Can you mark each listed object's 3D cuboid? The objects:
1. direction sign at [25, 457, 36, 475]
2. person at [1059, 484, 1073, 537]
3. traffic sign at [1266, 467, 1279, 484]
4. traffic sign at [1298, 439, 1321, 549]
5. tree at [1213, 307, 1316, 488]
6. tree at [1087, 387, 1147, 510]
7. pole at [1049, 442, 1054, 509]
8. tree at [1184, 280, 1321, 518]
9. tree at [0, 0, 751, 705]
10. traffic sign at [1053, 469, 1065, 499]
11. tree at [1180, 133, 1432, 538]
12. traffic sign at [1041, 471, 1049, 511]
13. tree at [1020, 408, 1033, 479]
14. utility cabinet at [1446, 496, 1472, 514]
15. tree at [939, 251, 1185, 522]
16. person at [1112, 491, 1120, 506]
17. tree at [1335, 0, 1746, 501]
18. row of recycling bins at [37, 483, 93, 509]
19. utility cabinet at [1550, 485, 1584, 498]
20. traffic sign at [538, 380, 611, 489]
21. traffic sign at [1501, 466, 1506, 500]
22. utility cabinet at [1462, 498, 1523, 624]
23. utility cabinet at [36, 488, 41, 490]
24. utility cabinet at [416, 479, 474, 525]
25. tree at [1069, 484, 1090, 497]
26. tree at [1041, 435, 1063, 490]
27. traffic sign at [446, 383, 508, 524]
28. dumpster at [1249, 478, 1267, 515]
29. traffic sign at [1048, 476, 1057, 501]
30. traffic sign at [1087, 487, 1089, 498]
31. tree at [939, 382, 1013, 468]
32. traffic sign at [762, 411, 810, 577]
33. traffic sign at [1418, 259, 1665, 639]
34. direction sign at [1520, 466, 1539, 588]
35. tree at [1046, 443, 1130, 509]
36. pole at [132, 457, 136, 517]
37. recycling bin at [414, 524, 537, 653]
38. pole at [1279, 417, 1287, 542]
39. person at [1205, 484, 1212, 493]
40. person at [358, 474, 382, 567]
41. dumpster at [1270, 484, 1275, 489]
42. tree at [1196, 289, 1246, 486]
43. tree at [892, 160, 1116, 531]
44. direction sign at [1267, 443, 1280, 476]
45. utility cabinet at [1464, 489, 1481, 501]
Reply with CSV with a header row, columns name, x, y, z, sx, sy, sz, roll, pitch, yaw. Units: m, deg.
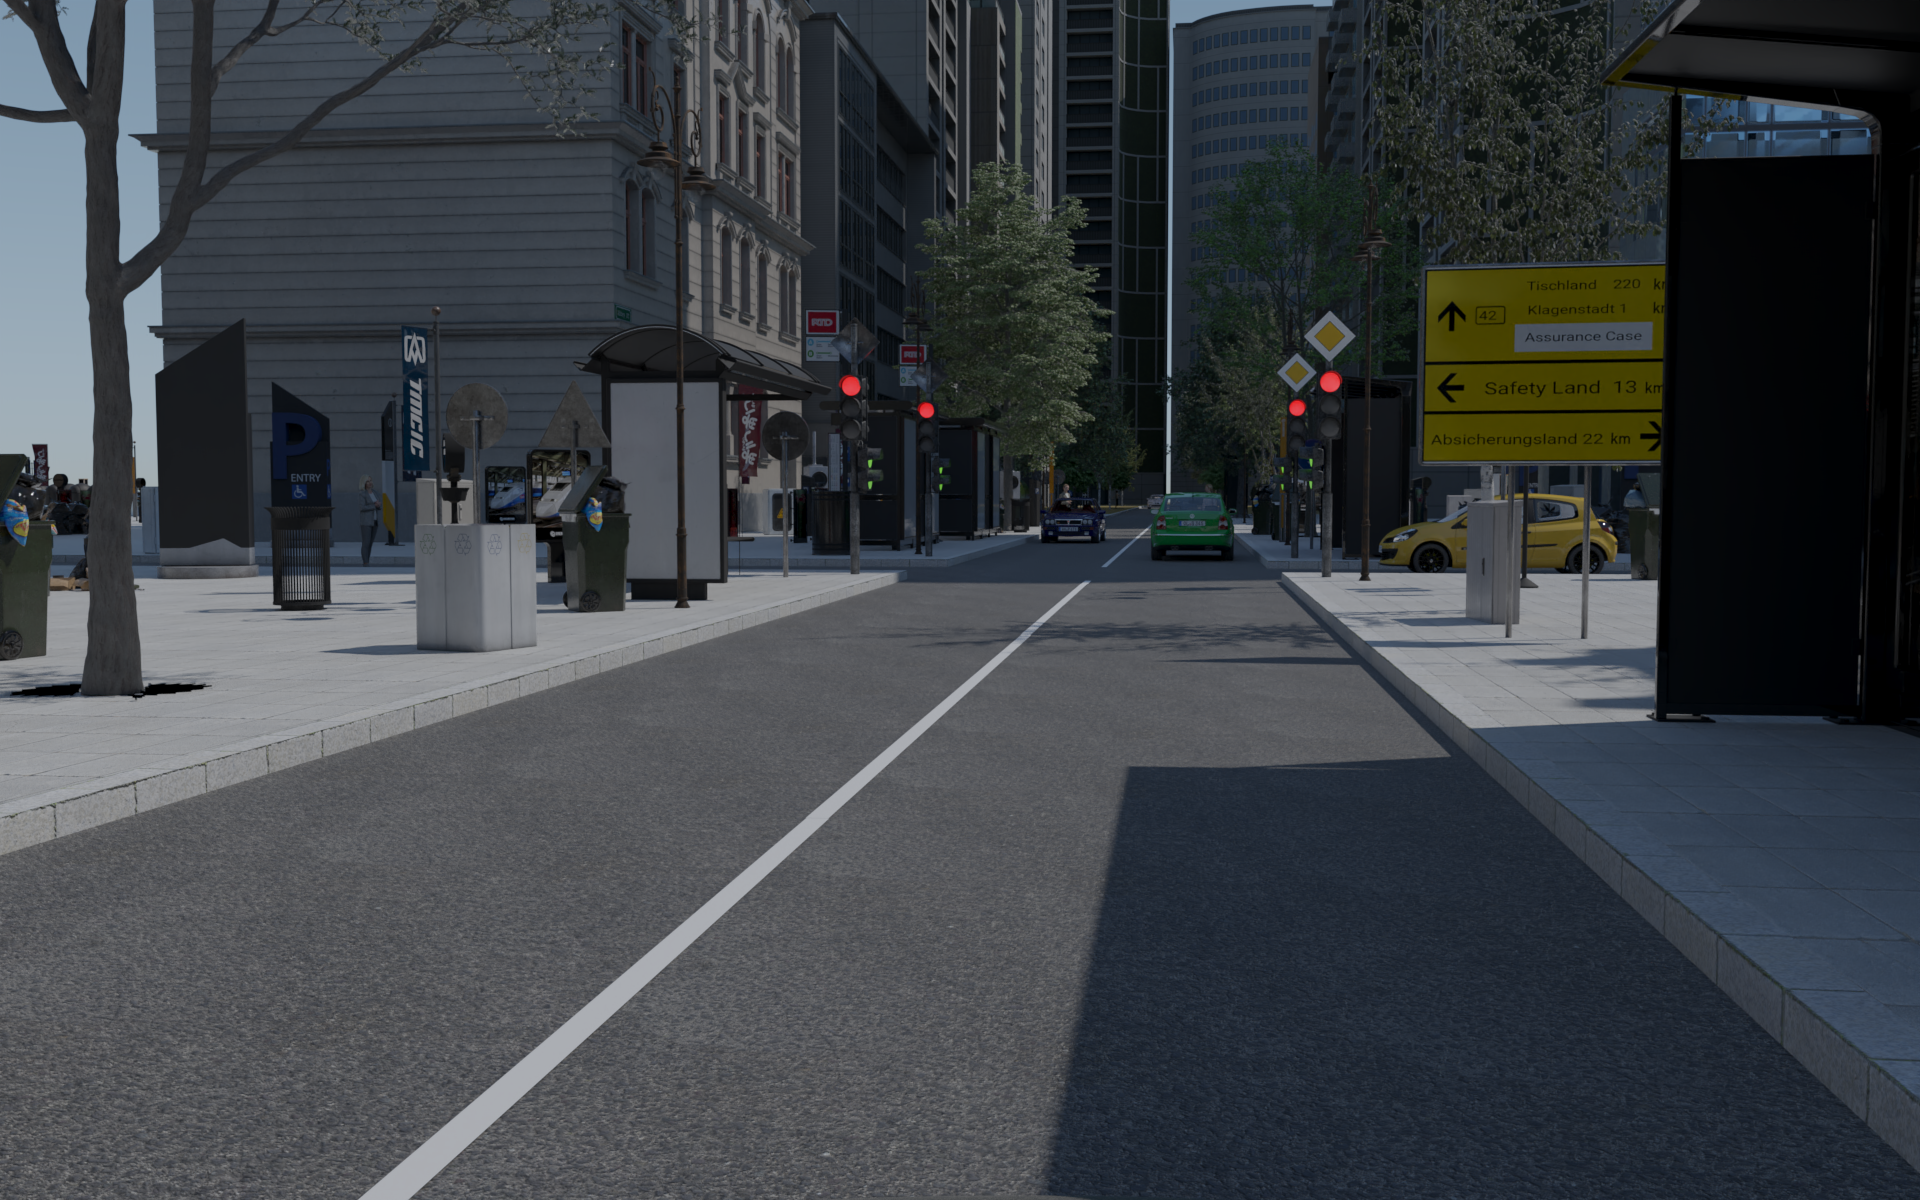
name,x,y,z,sx,sy,sz,roll,pitch,yaw
direction sign,-61.820,-7.551,115.455,0.379,3.537,0.876,3,5,42
person,3.560,-2.985,57.858,0.362,1.759,0.519,3,5,45
traffic sign,14.115,-4.757,77.883,0.768,2.556,0.104,1,4,17
traffic sign,8.190,-2.456,40.269,0.768,2.556,0.104,1,4,12
tree,12.164,-7.137,67.059,4.737,8.622,4.395,0,3,0
tree,9.615,-10.165,116.567,4.737,8.622,4.395,0,3,0
pole,3.569,-4.519,67.727,0.158,3.312,0.155,0,3,0
tree,15.219,-10.759,92.915,9.611,12.733,9.660,0,3,0
tree,-5.365,-6.147,10.871,12.009,13.543,11.850,0,3,0
traffic sign,5.012,-5.423,88.770,0.768,2.556,0.104,1,4,12
tree,10.241,-7.667,51.111,9.928,11.665,9.643,0,3,0
traffic sign,4.854,-5.857,95.761,0.884,2.594,0.081,1,4,9
tree,2.144,-9.160,100.125,4.360,8.622,3.978,0,3,0
utility cabinet,21.333,-3.844,74.007,1.020,1.237,0.306,0,4,-3
tree,3.456,-9.932,79.388,9.611,12.733,9.660,0,3,0
person,17.278,-11.162,191.012,1.348,1.823,0.705,-3,5,-43
tree,5.899,-4.178,18.671,4.360,8.622,3.978,0,3,0
row of recycling bins,-33.739,-3.613,66.193,3.534,1.692,1.069,2,4,31
utility cabinet,14.375,-1.981,41.070,0.318,1.500,1.173,0,4,-7
traffic sign,-4.420,-1.213,19.840,0.884,2.594,0.081,1,4,11
traffic sign,6.994,-1.235,22.317,0.606,2.300,0.079,1,4,12
utility cabinet,5.382,-0.389,17.517,0.306,1.237,1.020,0,4,2
utility cabinet,-36.600,-3.631,68.043,1.173,1.500,0.318,2,4,30
utility cabinet,-7.464,-1.016,25.284,0.318,1.500,1.173,1,4,14
tree,6.825,-6.247,96.740,1.663,3.219,1.824,0,3,0
tree,4.655,-9.489,105.500,4.360,8.622,3.978,0,3,0
traffic sign,-5.536,-1.206,19.832,0.768,2.556,0.104,1,4,11
dumpster,18.105,-6.185,103.624,1.502,2.255,1.985,0,4,7
traffic sign,5.216,-5.817,95.207,0.768,2.556,0.104,1,4,17
traffic sign,7.018,-5.802,94.972,0.768,2.556,0.104,1,4,14
tree,0.688,-8.483,89.066,4.360,8.622,3.978,0,3,0
traffic sign,-2.686,-1.622,26.620,0.768,2.556,0.104,1,4,12
traffic sign,5.217,-1.311,15.304,2.265,3.308,0.079,1,4,11
direction sign,7.734,-1.935,23.642,0.379,3.537,0.876,0,4,-2
tree,6.180,-6.619,91.942,4.285,4.588,4.351,0,3,0
pole,-45.319,-6.187,94.996,0.158,3.312,0.155,0,3,0
recycling bin,-4.027,-0.114,14.425,0.722,1.027,0.722,2,4,26
pole,8.591,-3.191,46.024,0.158,3.312,0.155,0,3,0
person,7.655,-2.704,53.381,0.731,1.740,0.598,3,5,40
person,-10.914,-1.436,32.168,0.526,1.800,0.537,2,4,32
dumpster,13.568,-4.080,72.463,1.264,1.857,1.865,0,4,7
tree,10.449,-6.747,60.680,4.360,8.622,3.978,0,3,0
tree,1.540,-8.671,59.896,7.486,12.596,7.792,0,3,0
direction sign,14.030,-5.180,76.693,0.876,3.537,0.379,1,4,16
utility cabinet,22.680,-4.106,75.816,1.173,1.500,0.318,2,4,29
